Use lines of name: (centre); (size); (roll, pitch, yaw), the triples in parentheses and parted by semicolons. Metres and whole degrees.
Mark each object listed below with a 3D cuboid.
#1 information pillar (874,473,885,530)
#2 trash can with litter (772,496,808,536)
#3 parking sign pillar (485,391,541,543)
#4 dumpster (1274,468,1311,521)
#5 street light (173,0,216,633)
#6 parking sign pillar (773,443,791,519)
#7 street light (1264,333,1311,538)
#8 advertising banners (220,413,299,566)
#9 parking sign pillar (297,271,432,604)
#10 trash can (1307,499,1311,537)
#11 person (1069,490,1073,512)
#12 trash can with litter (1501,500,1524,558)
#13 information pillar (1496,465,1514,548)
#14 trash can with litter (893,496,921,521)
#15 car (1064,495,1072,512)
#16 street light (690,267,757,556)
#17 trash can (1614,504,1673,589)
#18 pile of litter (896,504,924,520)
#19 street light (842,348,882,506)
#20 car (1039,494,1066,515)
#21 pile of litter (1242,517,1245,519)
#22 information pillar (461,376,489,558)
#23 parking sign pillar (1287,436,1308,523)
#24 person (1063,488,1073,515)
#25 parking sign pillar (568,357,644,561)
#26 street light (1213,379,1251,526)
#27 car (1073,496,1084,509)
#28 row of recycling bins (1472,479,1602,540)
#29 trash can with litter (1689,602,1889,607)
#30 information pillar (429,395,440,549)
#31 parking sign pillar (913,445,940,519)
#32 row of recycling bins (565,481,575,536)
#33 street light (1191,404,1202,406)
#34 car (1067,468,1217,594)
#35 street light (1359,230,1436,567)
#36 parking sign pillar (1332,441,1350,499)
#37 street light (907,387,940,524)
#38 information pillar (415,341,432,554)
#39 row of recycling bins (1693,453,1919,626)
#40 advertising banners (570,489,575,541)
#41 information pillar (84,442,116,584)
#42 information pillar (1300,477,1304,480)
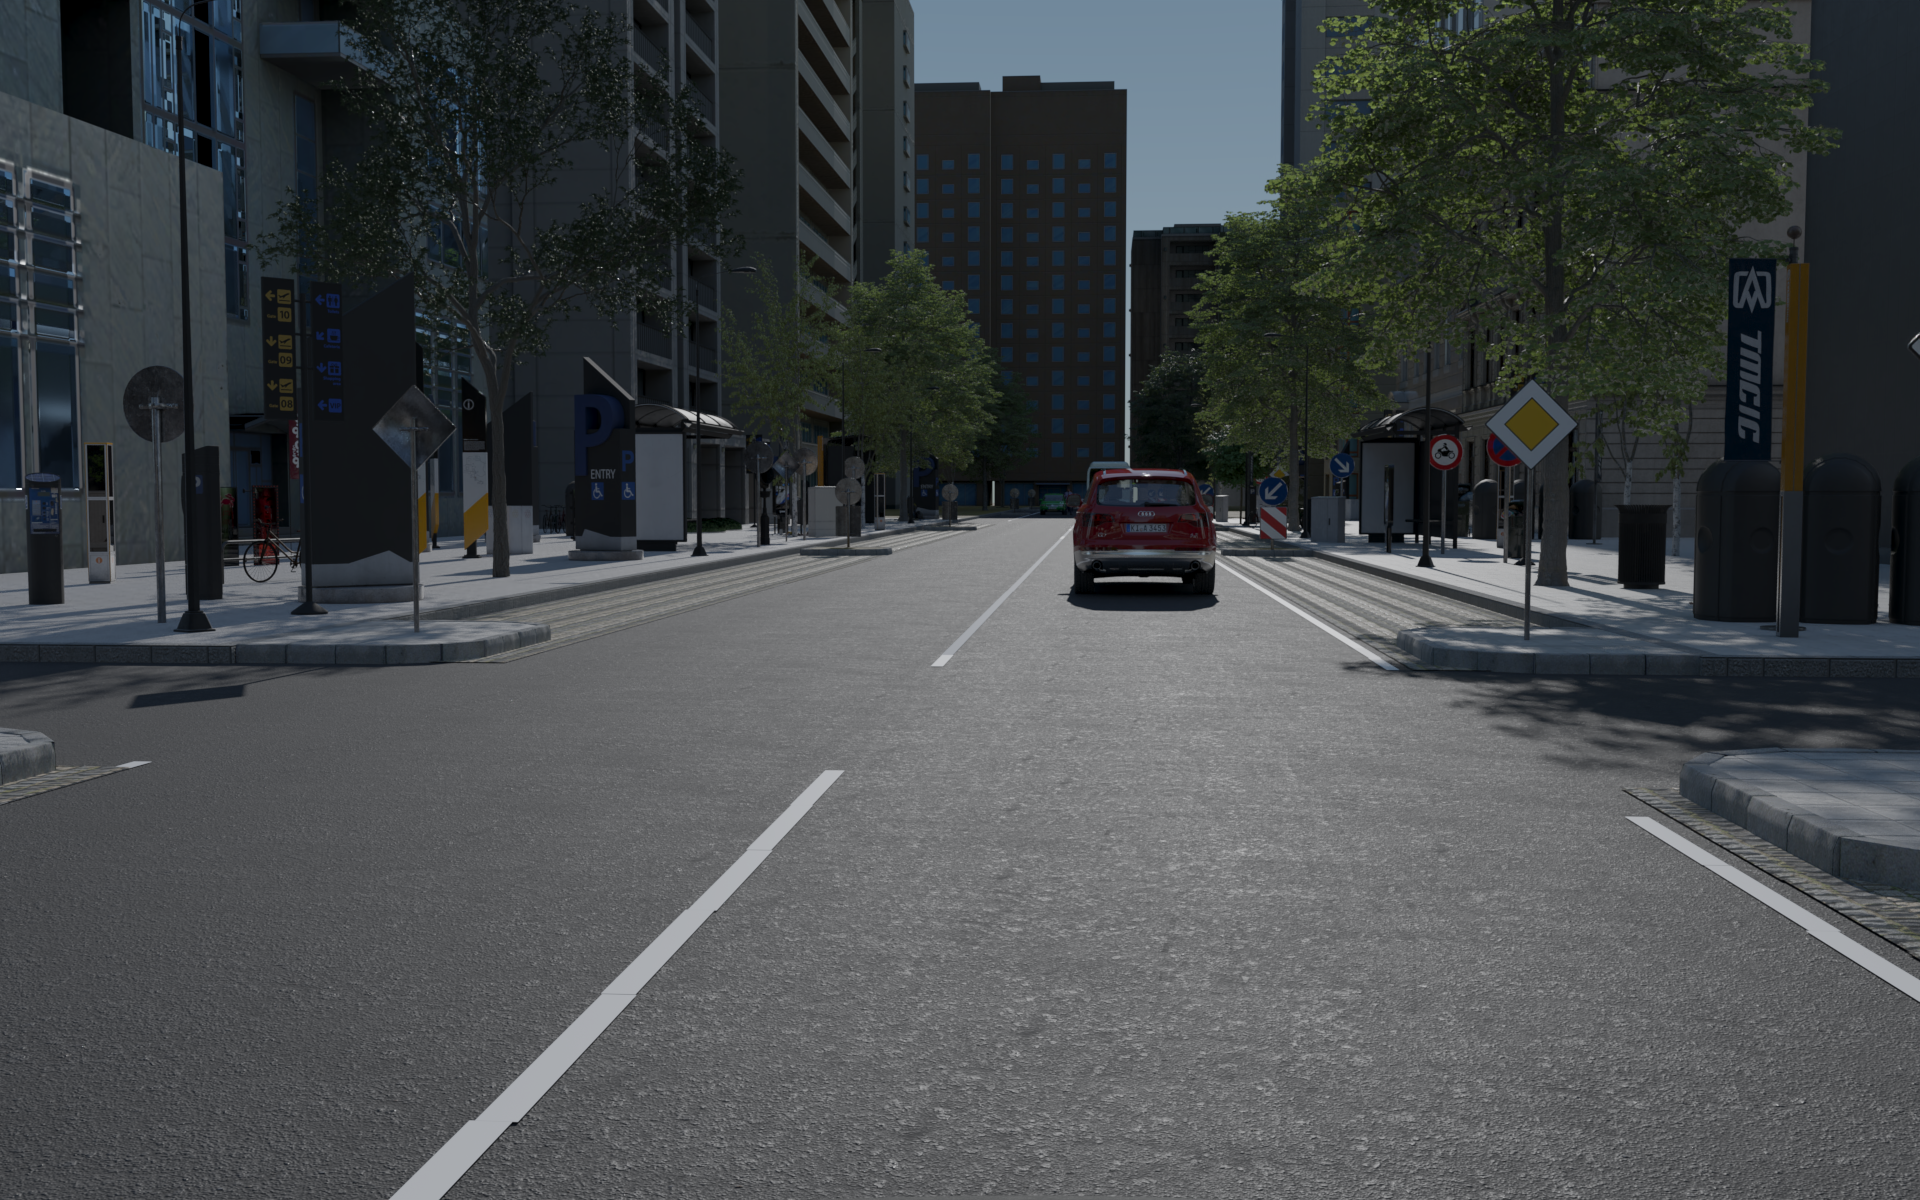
information pillar: (-2.838, -3.469, 61.217); (0.304, 2.012, 0.304); (-1, 4, -22)
trash can with litter: (-4.895, -2.580, 53.241); (1.678, 1.210, 2.233); (-3, 4, -39)
parking sign pillar: (-11.869, -3.511, 45.878); (1.447, 3.967, 1.447); (1, 4, 10)
dumpster: (12.564, -3.898, 66.230); (1.502, 2.255, 1.985); (0, 4, 5)
street light: (-6.611, -2.655, 15.947); (1.470, 5.913, 1.316); (0, 4, 5)
parking sign pillar: (-9.327, -6.131, 88.709); (1.447, 3.967, 1.447); (0, 4, -5)
street light: (9.459, -4.741, 50.061); (1.470, 5.913, 1.316); (0, 4, 5)
advertising banners: (-12.556, -2.142, 31.202); (0.090, 3.025, 2.074); (3, 5, 39)
parking sign pillar: (-7.225, -1.977, 20.789); (1.447, 3.967, 1.447); (-3, 5, -39)
trash can: (10.570, -2.432, 51.419); (0.748, 1.137, 0.748); (0, 3, 0)
person: (8.533, -7.749, 135.720); (0.750, 1.759, 0.617); (-2, 4, -30)
trash can with litter: (11.154, -1.436, 34.873); (0.624, 1.170, 1.055); (1, 4, 11)
information pillar: (12.966, -2.243, 41.167); (0.304, 2.012, 0.304); (3, 4, 37)
trash can with litter: (-2.686, -4.445, 83.731); (1.678, 1.210, 2.233); (2, 4, 26)
car: (8.347, -7.958, 142.685); (1.945, 1.354, 3.894); (0, 4, 6)
street light: (-4.854, -3.858, 35.627); (1.470, 5.913, 1.316); (0, 4, 5)
trash can: (9.263, -0.726, 23.519); (0.748, 1.137, 0.748); (0, 3, 0)
pile of litter: (-2.545, -4.457, 86.840); (1.719, 0.858, 1.176); (-1, 4, -16)
street light: (-3.190, -5.063, 55.314); (1.470, 5.913, 1.316); (0, 4, 5)
car: (6.491, -6.791, 119.831); (1.959, 1.807, 4.718); (0, 4, 6)
pile of litter: (14.993, -4.498, 87.505); (1.176, 0.858, 1.719); (-1, 4, -22)
information pillar: (-9.673, -2.639, 34.506); (0.504, 3.616, 0.183); (0, 4, 1)
parking sign pillar: (14.887, -5.346, 75.871); (1.447, 3.967, 1.447); (0, 4, -3)
person: (7.306, -6.639, 116.921); (0.709, 1.838, 0.599); (1, 4, 9)
parking sign pillar: (-6.916, -2.767, 33.719); (1.447, 3.967, 1.447); (3, 4, 36)
street light: (11.006, -5.946, 69.758); (1.470, 5.913, 1.316); (0, 4, 5)
car: (10.002, -8.657, 153.899); (2.083, 1.381, 4.827); (0, 4, 6)
row of recycling bins: (16.356, -2.565, 49.057); (3.534, 1.692, 1.069); (0, 4, 4)
trash can with litter: (9.720, -0.556, 20.147); (2.233, 1.210, 1.678); (2, 4, 24)
information pillar: (-12.361, -3.018, 40.699); (0.183, 3.616, 0.504); (-2, 4, -29)
parking sign pillar: (-1.770, -6.165, 89.272); (1.447, 3.967, 1.447); (1, 4, 23)
row of recycling bins: (-10.491, -2.778, 52.528); (3.534, 1.692, 1.069); (2, 4, 25)
street light: (12.594, -7.151, 89.452); (1.470, 5.913, 1.316); (0, 4, 5)
car: (2.753, -1.081, 26.352); (2.281, 1.827, 5.304); (0, 4, 4)
street light: (7.663, -3.538, 30.384); (1.470, 5.913, 1.316); (0, 4, 5)
parking sign pillar: (19.209, -6.047, 87.333); (1.447, 3.967, 1.447); (2, 4, 34)
street light: (-1.588, -6.276, 75.147); (1.470, 5.913, 1.316); (0, 4, 5)
information pillar: (-7.318, -1.927, 22.854); (0.504, 3.616, 0.183); (-3, 4, -37)
row of recycling bins: (9.244, -0.620, 17.253); (3.534, 1.692, 1.069); (1, 4, 14)
advertising banners: (-10.353, -3.191, 48.368); (0.090, 3.025, 2.074); (1, 4, 16)
information pillar: (-12.312, -1.242, 24.806); (0.304, 2.012, 0.304); (-1, 4, -12)
information pillar: (14.356, -4.185, 72.914); (0.304, 2.012, 0.304); (0, 4, 0)
